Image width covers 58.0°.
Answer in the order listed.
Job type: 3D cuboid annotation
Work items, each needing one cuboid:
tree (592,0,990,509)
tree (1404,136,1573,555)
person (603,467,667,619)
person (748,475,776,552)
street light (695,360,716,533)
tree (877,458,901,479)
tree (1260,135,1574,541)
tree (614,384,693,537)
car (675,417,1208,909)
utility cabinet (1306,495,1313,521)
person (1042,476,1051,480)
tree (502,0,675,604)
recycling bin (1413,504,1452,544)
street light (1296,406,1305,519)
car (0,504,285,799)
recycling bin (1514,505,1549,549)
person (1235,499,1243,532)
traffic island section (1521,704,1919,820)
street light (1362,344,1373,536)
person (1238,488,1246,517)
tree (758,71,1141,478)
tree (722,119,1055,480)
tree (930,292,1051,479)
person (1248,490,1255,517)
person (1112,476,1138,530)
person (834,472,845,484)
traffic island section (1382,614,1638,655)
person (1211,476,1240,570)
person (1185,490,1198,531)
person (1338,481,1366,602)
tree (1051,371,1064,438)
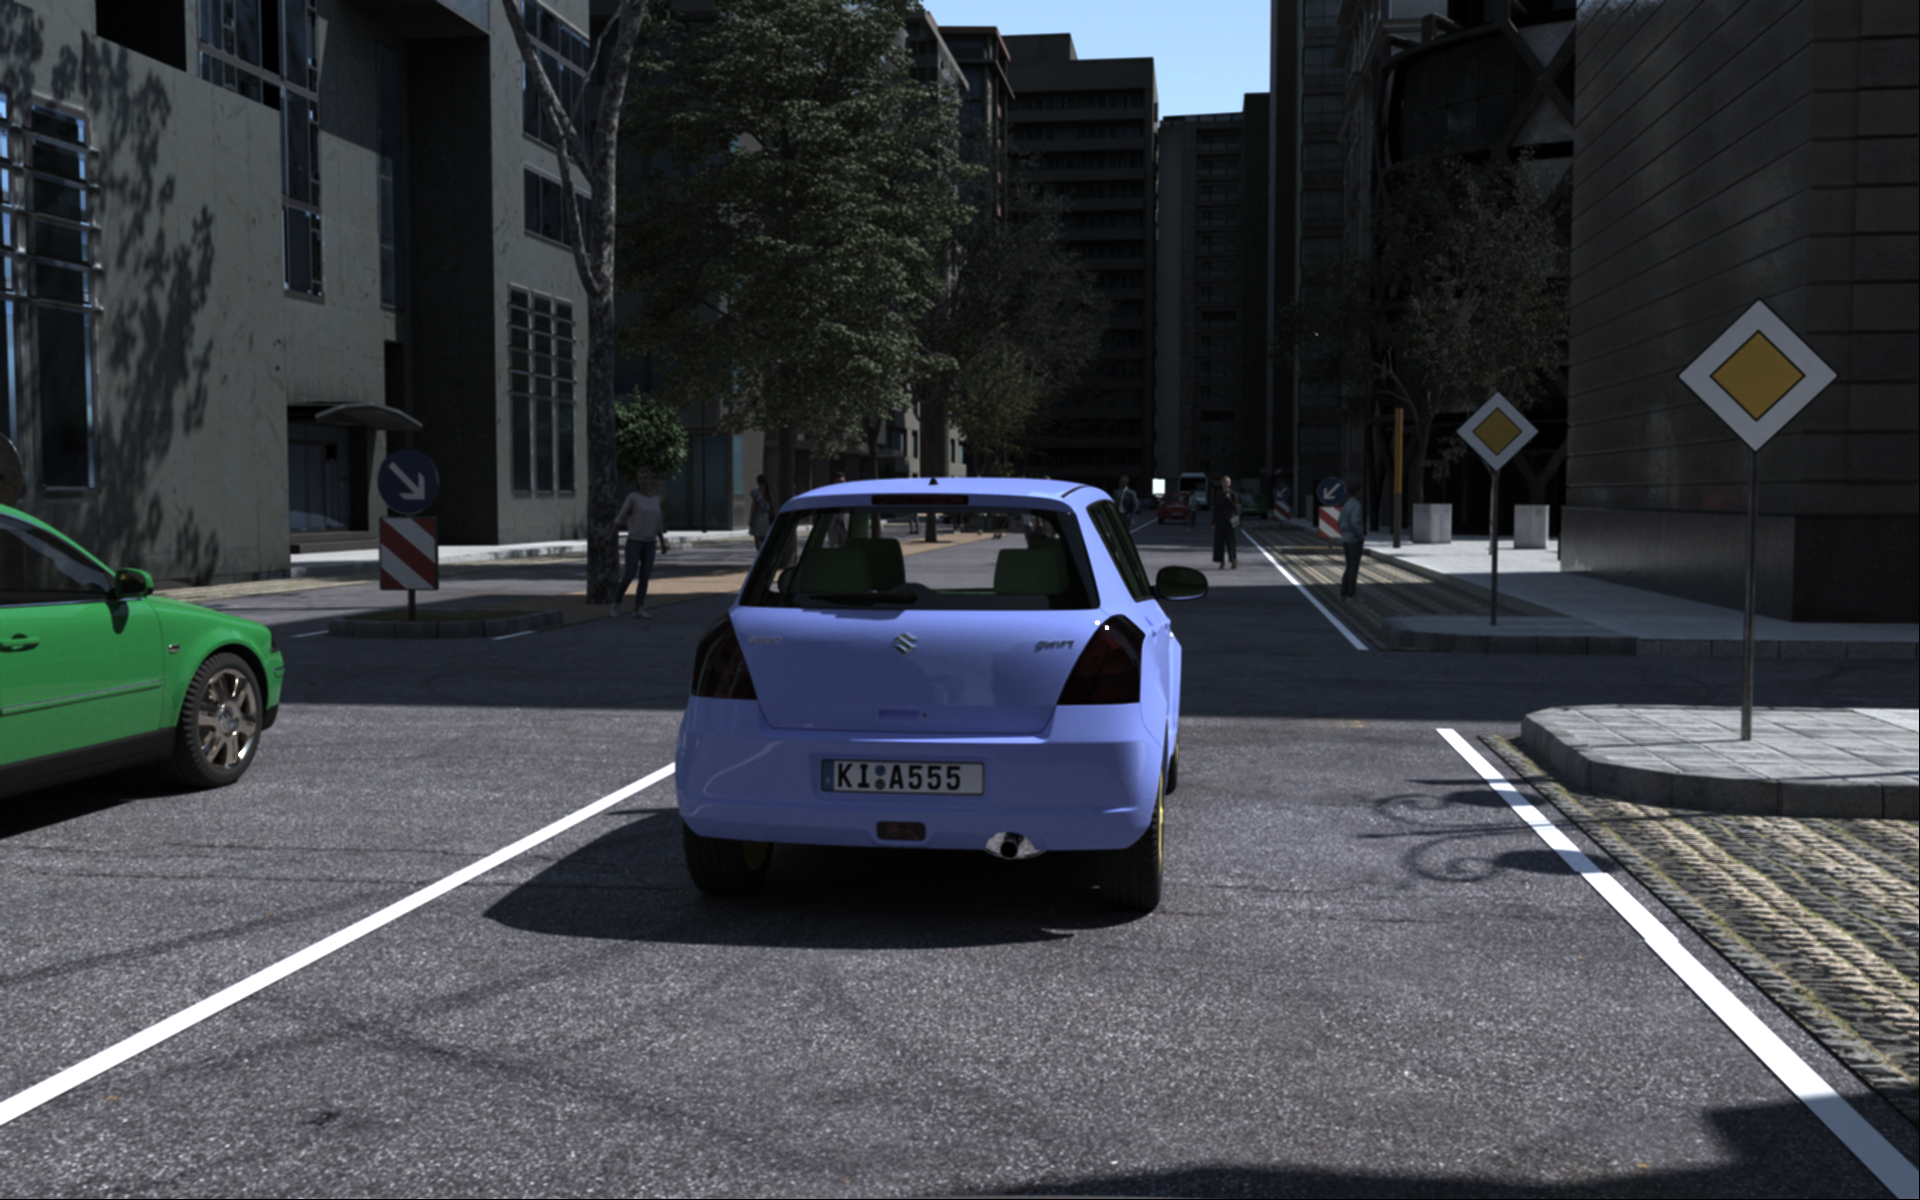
[{"bbox_3d":[-3.343,-6.880,33.076,7.486,12.596,7.792,0,3,0],"label":"tree"},{"bbox_3d":[11.322,-5.273,36.570,4.360,8.622,3.978,0,3,0],"label":"tree"},{"bbox_3d":[-3.808,-0.657,19.908,0.598,1.740,0.731,3,4,38],"label":"person"},{"bbox_3d":[-3.846,-1.548,33.904,0.616,1.811,0.778,-1,4,-17],"label":"person"},{"bbox_3d":[-8.499,-5.178,57.443,0.468,5.910,1.993,0,4,8],"label":"street light"},{"bbox_3d":[-3.856,-5.940,91.726,1.663,3.219,1.824,0,3,0],"label":"tree"},{"bbox_3d":[12.227,-6.829,46.062,8.767,10.594,7.601,0,4,7],"label":"tree"},{"bbox_3d":[-9.634,-4.166,51.834,4.285,4.588,4.351,0,3,0],"label":"tree"},{"bbox_3d":[0.074,0.135,7.378,1.945,1.707,3.694,1,4,8],"label":"car"},{"bbox_3d":[16.597,-4.301,81.480,0.306,1.237,1.020,-1,4,-10],"label":"utility cabinet"},{"bbox_3d":[1.771,-1.647,35.527,0.767,1.812,0.694,2,4,33],"label":"person"},{"bbox_3d":[-5.722,-10.066,22.926,12.611,20.169,13.585,0,3,0],"label":"tree"},{"bbox_3d":[12.257,-1.983,44.968,0.722,1.027,0.722,-2,4,-25],"label":"recycling bin"},{"bbox_3d":[17.772,-7.206,90.600,0.468,5.910,1.993,0,4,8],"label":"street light"},{"bbox_3d":[-4.652,0.097,7.218,1.959,1.807,4.718,1,4,9],"label":"car"},{"bbox_3d":[13.403,-1.716,40.612,0.722,1.027,0.722,2,4,24],"label":"recycling bin"},{"bbox_3d":[10.629,-3.236,66.091,0.332,1.250,0.352,1,4,20],"label":"person"},{"bbox_3d":[4.117,0.810,9.036,2.009,0.180,2.903,0,4,8],"label":"traffic island section"},{"bbox_3d":[12.479,-4.923,53.285,0.468,5.910,1.993,0,4,8],"label":"street light"},{"bbox_3d":[17.877,-6.178,109.514,0.705,1.824,1.348,3,5,39],"label":"person"},{"bbox_3d":[-0.847,-8.413,50.385,12.009,13.543,11.850,0,3,0],"label":"tree"},{"bbox_3d":[-1.877,-6.347,40.635,8.767,10.594,7.601,0,4,8],"label":"tree"},{"bbox_3d":[0.864,-6.832,64.524,4.737,8.622,4.395,0,3,0],"label":"tree"},{"bbox_3d":[18.533,-6.190,110.647,0.436,1.711,0.756,-1,4,-23],"label":"person"},{"bbox_3d":[3.287,-1.634,35.396,0.721,1.800,0.419,2,4,28],"label":"person"},{"bbox_3d":[-1.967,-1.196,28.330,0.678,1.792,0.850,-1,4,-12],"label":"person"},{"bbox_3d":[5.237,0.326,16.943,2.009,0.180,2.903,0,4,8],"label":"traffic island section"},{"bbox_3d":[5.045,-1.470,32.955,0.576,1.772,0.534,1,4,18],"label":"person"},{"bbox_3d":[9.053,-3.503,67.588,0.589,1.601,0.330,-3,5,-44],"label":"person"},{"bbox_3d":[5.185,-0.765,22.823,0.330,1.601,0.589,0,3,0],"label":"person"},{"bbox_3d":[2.152,-7.119,69.218,4.737,8.622,4.395,0,3,0],"label":"tree"}]
